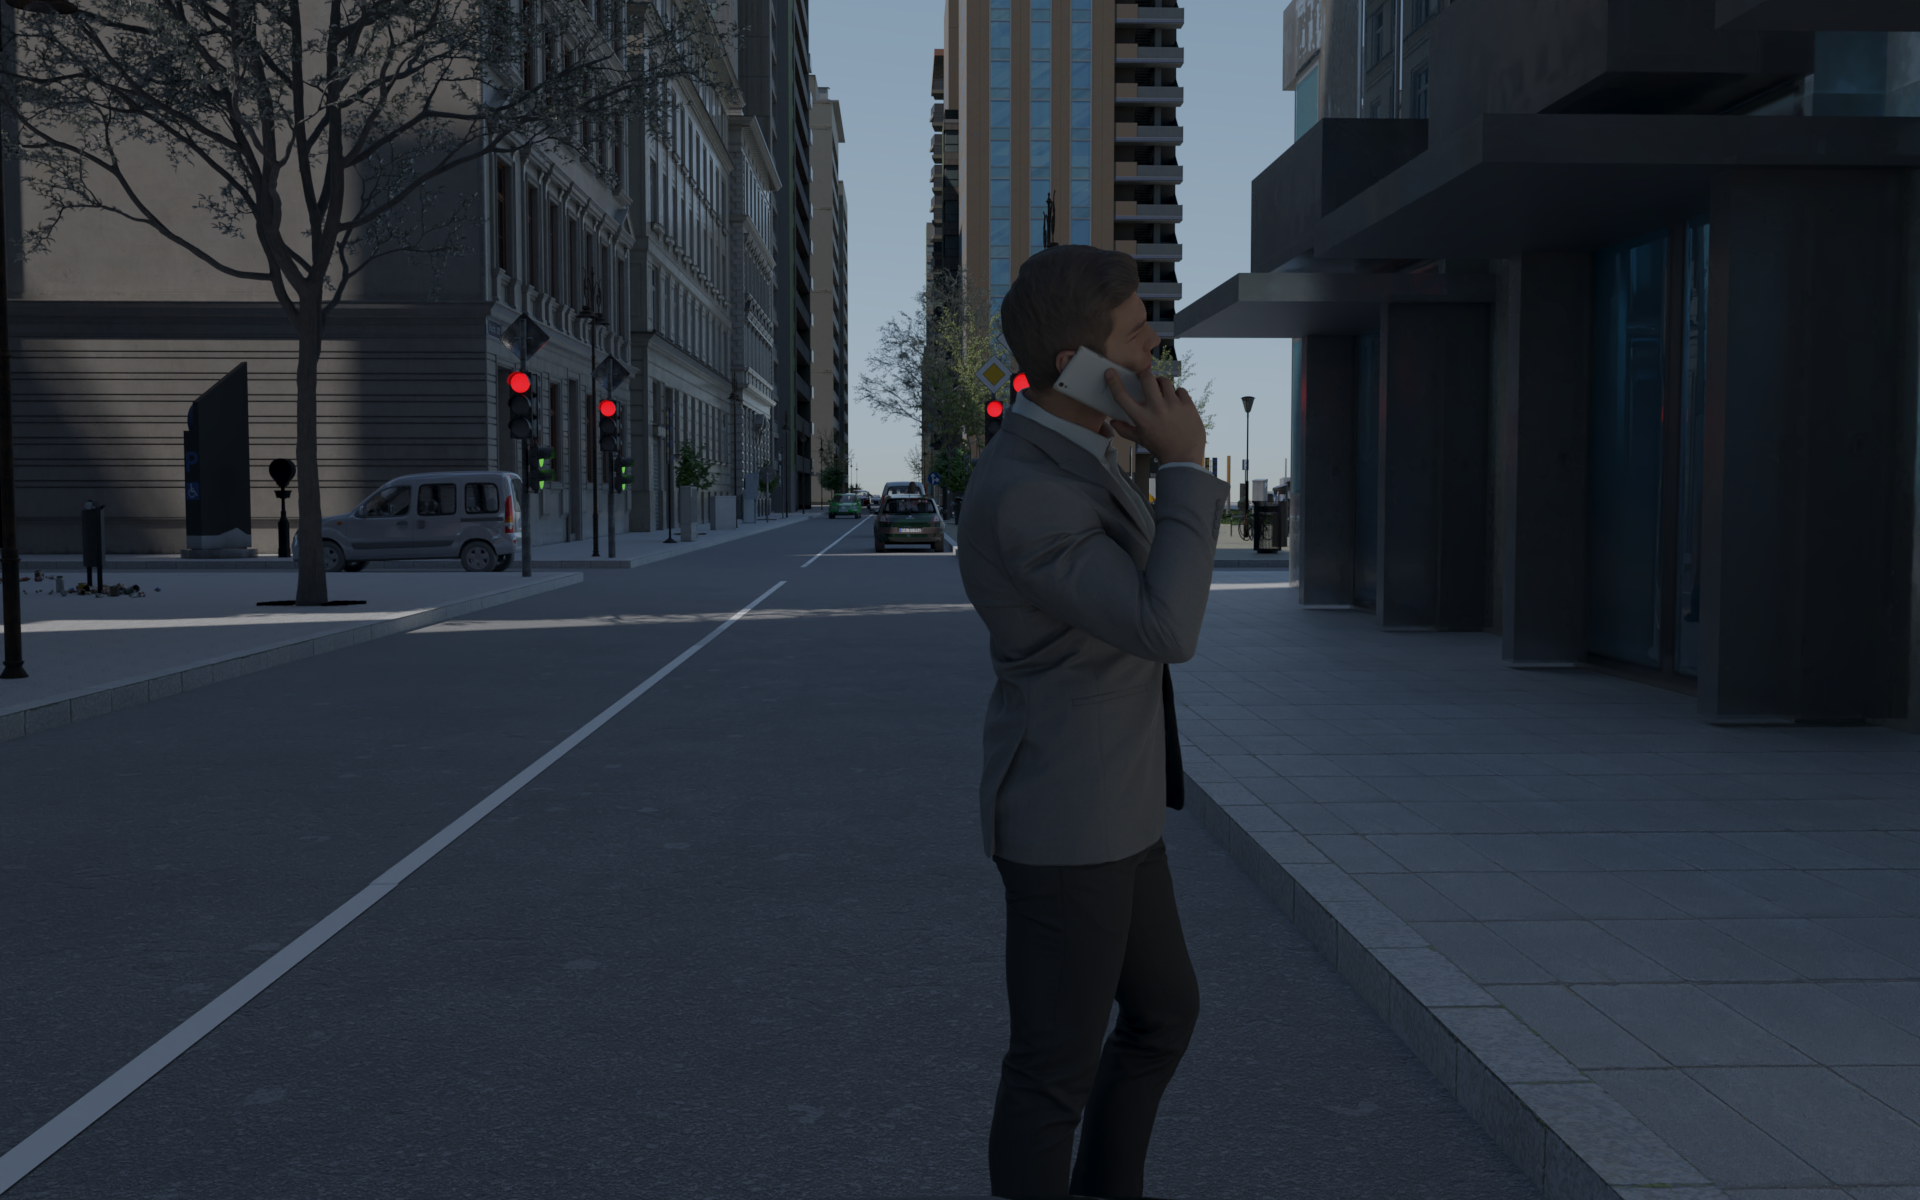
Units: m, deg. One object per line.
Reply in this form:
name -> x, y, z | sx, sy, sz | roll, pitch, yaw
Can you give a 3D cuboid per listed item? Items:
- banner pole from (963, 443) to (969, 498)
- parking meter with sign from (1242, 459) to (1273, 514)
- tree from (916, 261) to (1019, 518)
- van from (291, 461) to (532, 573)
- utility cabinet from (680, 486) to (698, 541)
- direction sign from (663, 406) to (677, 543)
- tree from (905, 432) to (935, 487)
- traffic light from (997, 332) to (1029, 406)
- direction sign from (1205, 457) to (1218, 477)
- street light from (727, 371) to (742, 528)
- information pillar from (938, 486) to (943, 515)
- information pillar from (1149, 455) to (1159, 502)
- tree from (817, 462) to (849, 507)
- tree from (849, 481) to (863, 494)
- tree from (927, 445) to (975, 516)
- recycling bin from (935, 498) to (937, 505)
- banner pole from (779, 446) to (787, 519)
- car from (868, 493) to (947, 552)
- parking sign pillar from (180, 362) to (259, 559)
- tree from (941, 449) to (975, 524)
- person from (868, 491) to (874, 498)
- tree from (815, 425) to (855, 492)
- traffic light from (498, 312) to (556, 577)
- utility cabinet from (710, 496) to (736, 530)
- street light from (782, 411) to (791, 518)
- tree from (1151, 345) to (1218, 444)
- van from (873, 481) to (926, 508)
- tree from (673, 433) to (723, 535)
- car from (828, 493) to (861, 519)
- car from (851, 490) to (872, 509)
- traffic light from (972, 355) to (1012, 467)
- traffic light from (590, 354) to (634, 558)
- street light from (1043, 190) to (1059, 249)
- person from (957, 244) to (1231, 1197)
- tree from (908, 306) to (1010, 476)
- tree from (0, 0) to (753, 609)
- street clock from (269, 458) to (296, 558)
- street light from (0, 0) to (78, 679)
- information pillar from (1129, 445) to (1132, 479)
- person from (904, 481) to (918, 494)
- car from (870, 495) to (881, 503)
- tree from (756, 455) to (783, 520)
banner pole -> 0.287, -5.806, 84.952 | 0.401, 3.779, 0.863 | -1, 4, -22
parking meter with sign -> 14.971, -5.516, 86.448 | 1.738, 3.016, 0.543 | 3, 4, 39
tree -> -0.515, -11.107, 91.966 | 12.009, 13.543, 11.850 | 0, 3, 0
van -> -9.895, -1.484, 31.280 | 4.112, 2.044, 2.013 | 0, 4, -2
utility cabinet -> -7.376, -2.356, 47.200 | 0.318, 1.500, 1.173 | 0, 4, -1
direction sign -> -7.585, -3.255, 45.210 | 0.379, 3.537, 0.876 | 0, 4, 0
tree -> -4.188, -15.170, 198.387 | 4.360, 8.622, 3.978 | 0, 3, 0
traffic light -> 0.945, -2.333, 27.067 | 0.839, 4.253, 0.868 | 0, 4, -2
direction sign -> 15.492, -7.035, 107.016 | 0.876, 3.537, 0.379 | -1, 4, -18
street light -> -8.464, -5.652, 65.200 | 0.468, 5.910, 1.993 | 0, 4, -2
information pillar -> -1.182, -6.375, 108.722 | 0.304, 2.012, 0.304 | -1, 4, -12
information pillar -> 10.259, -6.123, 91.473 | 0.504, 3.616, 0.183 | -1, 4, -12
tree -> -13.138, -11.935, 178.844 | 4.285, 4.588, 4.351 | 0, 3, 0
tree -> -15.463, -16.161, 258.840 | 1.663, 3.219, 1.824 | 0, 3, 0
tree -> -0.402, -7.310, 103.224 | 4.285, 4.588, 4.351 | 0, 3, 0
recycling bin -> -1.834, -5.914, 109.255 | 0.722, 1.027, 0.722 | 0, 4, -2
banner pole -> -9.299, -6.121, 90.102 | 0.401, 3.779, 0.863 | 1, 4, 14
car -> -1.316, -2.088, 43.924 | 2.009, 1.686, 4.222 | 0, 4, -3
parking sign pillar -> -14.923, -2.833, 34.797 | 1.447, 3.967, 1.447 | 1, 4, 23
tree -> -0.153, -4.847, 73.852 | 1.663, 3.219, 1.824 | 0, 3, 0
person -> -12.215, -13.678, 232.152 | 1.348, 1.821, 0.705 | 1, 4, 9
tree -> -13.522, -14.297, 184.126 | 4.360, 8.622, 3.978 | 0, 3, 0
traffic light -> -6.711, -2.316, 26.784 | 0.839, 4.253, 0.868 | 0, 4, -2
utility cabinet -> -8.465, -3.100, 61.850 | 0.306, 1.237, 1.020 | 3, 5, 40
street light -> -9.481, -7.454, 94.667 | 0.468, 5.910, 1.993 | 0, 4, -2
tree -> 10.637, -8.342, 86.757 | 4.737, 8.622, 4.395 | 0, 3, 0
van -> -1.916, -3.142, 58.380 | 2.013, 2.044, 4.112 | 0, 4, -3
tree -> -8.553, -3.663, 54.498 | 1.663, 3.219, 1.824 | 0, 3, 0
car -> -6.713, -5.647, 101.117 | 1.959, 1.807, 4.718 | 0, 4, -1
car -> -9.528, -9.549, 164.796 | 2.281, 1.827, 5.304 | 0, 4, -2
traffic light -> 0.665, -2.821, 35.047 | 0.839, 4.253, 0.868 | 0, 4, -2
traffic light -> -6.991, -2.804, 34.764 | 0.839, 4.253, 0.868 | 0, 4, -2
street light -> 1.364, -3.298, 26.717 | 0.468, 5.910, 1.993 | 0, 4, -2
person -> 0.223, 0.360, 2.793 | 0.473, 1.802, 0.592 | 1, 4, 20
tree -> 0.332, -7.126, 66.870 | 4.737, 8.622, 4.395 | 0, 3, 0
tree -> -7.555, -6.690, 19.748 | 12.009, 13.543, 11.850 | 0, 3, 0
street clock -> -13.685, -1.863, 35.026 | 0.471, 2.002, 0.358 | 0, 4, 1
street light -> -6.610, -2.394, 11.923 | 0.468, 5.910, 1.993 | 0, 4, -2
information pillar -> 8.188, -5.611, 83.098 | 0.183, 3.616, 0.504 | 1, 4, 9
person -> -1.436, -2.706, 52.756 | 0.555, 1.821, 0.388 | 0, 4, -5
car -> -11.999, -14.232, 245.052 | 2.083, 1.381, 4.827 | 0, 4, -1
tree -> -9.555, -5.535, 85.104 | 1.663, 3.219, 1.824 | 0, 3, 0
